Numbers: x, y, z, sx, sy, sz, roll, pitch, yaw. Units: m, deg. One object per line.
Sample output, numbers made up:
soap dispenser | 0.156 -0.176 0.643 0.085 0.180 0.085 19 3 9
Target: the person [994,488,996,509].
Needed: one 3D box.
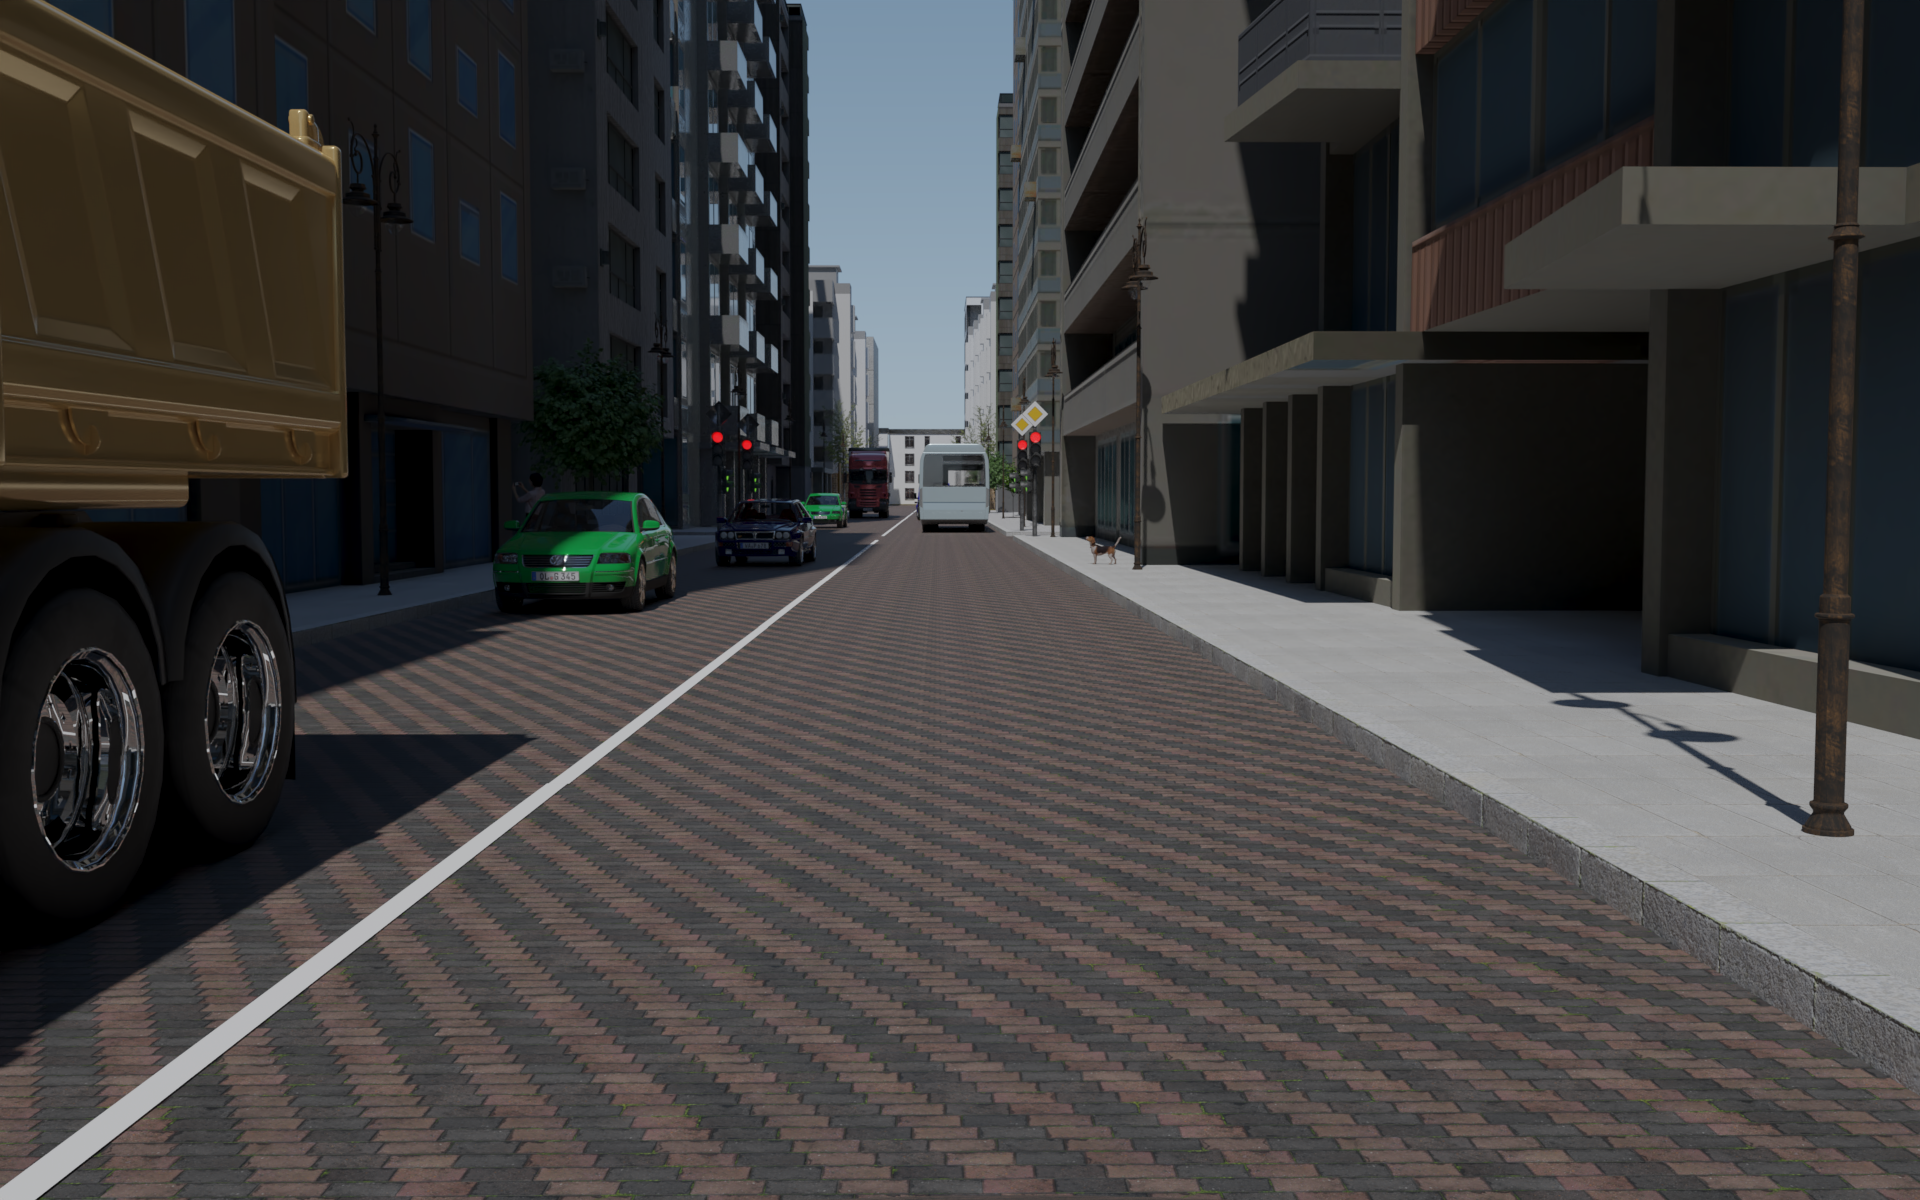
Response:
person | 3.041 -8.266 141.711 0.721 1.766 1.217 -1 4 -8

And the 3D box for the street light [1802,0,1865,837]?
street light | 3.287 -2.055 6.380 0.468 5.910 1.993 0 4 -1

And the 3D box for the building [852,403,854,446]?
building | -14.393 -13.393 161.117 9.099 9.664 28.070 0 4 -1

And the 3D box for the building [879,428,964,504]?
building | -9.201 -17.231 223.879 28.070 9.664 9.099 0 4 -1

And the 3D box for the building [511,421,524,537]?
building | -15.069 -16.714 44.974 14.107 30.474 14.160 0 4 -1

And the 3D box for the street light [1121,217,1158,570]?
street light | 3.009 -3.451 29.212 0.468 5.910 1.993 0 4 -1

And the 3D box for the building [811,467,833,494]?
building | -24.993 -25.929 115.827 32.217 40.220 23.993 0 4 -1

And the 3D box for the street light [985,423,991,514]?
street light | 1.844 -8.547 112.529 0.468 5.910 1.993 0 4 -1

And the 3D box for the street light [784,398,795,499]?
street light | -8.173 -6.758 83.276 0.468 5.910 1.993 0 4 -1

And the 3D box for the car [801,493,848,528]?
car | -5.775 -3.971 73.716 1.959 1.807 4.718 0 4 0

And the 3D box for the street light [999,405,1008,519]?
street light | 2.263 -7.193 90.394 0.468 5.910 1.993 0 4 -1

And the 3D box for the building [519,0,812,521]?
building | -15.953 -19.910 97.224 14.160 30.474 14.107 0 4 -1

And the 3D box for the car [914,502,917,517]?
car | -1.870 -5.845 108.142 1.945 1.354 3.894 0 4 -2

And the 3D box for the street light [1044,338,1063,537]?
street light | 2.763 -4.805 51.349 0.468 5.910 1.993 0 4 -1

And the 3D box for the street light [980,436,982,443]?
street light | 1.638 -9.919 134.961 0.468 5.910 1.993 0 4 -1

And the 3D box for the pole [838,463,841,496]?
pole | -7.976 -7.397 114.780 0.158 3.312 0.155 0 3 0

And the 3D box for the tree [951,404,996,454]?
tree | 1.596 -11.550 139.199 4.737 8.622 4.395 0 3 0

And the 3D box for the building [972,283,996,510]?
building | 9.465 -18.634 161.082 16.016 20.091 11.380 0 4 -1

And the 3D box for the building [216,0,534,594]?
building | -15.106 -22.948 25.312 14.600 45.320 14.200 0 4 -1

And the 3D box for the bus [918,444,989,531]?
bus | -0.287 -4.599 70.049 2.948 3.499 13.247 0 4 -1

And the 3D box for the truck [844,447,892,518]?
truck | -5.556 -7.192 106.497 2.839 4.237 11.283 0 4 -2

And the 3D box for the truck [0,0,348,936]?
truck | -4.079 -0.449 3.259 3.469 3.379 9.791 0 4 0

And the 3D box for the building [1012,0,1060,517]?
building | 10.296 -27.578 101.005 14.600 45.320 14.200 0 4 -1

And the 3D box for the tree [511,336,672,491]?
tree | -7.771 -3.220 36.362 4.285 4.588 4.351 0 3 0

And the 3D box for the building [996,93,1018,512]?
building | 9.611 -21.815 128.380 14.160 30.474 14.107 0 4 -1

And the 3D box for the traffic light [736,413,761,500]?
traffic light | -7.341 -4.356 60.140 0.839 4.253 0.868 0 4 -1

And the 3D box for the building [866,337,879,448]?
building | -25.550 -20.565 202.697 31.486 18.905 16.747 0 4 -1

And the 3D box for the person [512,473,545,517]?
person | -7.437 -1.370 29.909 0.517 1.644 0.566 -2 4 -27

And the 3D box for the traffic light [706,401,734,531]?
traffic light | -7.238 -3.868 52.156 0.839 4.253 0.868 0 4 -1

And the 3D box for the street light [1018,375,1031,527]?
street light | 2.494 -5.795 67.536 0.468 5.910 1.993 0 4 -1

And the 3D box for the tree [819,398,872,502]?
tree | -8.828 -11.148 132.632 4.737 8.622 4.395 0 3 0

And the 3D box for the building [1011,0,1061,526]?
building | 14.552 -23.430 74.956 23.993 40.220 32.217 0 4 -1

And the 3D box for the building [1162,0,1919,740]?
building | 14.467 -22.060 15.303 22.147 44.769 28.867 0 4 -1

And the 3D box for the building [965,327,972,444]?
building | 8.577 -19.348 172.766 16.016 20.091 11.380 0 4 -1

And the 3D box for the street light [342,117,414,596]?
street light | -7.300 -2.998 21.803 0.468 5.910 1.993 0 4 -1

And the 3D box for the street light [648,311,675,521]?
street light | -7.554 -4.352 43.940 0.468 5.910 1.993 0 4 -1

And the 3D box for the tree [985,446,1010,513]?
tree | 2.016 -8.258 118.731 4.285 4.588 4.351 0 3 0

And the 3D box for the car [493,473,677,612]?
car | -4.790 -0.838 22.499 1.959 1.807 4.718 0 4 -2

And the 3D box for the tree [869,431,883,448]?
tree | -10.346 -14.691 190.554 4.360 8.622 3.978 0 3 0

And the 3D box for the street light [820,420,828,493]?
street light | -8.333 -8.159 106.190 0.468 5.910 1.993 0 4 -1

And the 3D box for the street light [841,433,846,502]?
street light | -8.684 -9.547 128.879 0.468 5.910 1.993 0 4 -1

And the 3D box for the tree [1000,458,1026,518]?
tree | 3.021 -6.078 93.981 1.663 3.219 1.824 0 3 0

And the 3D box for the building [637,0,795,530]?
building | -19.725 -27.774 73.715 23.786 49.044 30.456 0 4 -1

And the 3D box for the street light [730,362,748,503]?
street light | -7.767 -5.388 60.885 0.468 5.910 1.993 0 4 -1

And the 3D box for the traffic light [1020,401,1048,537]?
traffic light | 2.242 -3.876 52.294 0.839 4.253 0.868 0 4 -1

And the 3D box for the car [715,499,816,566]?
car | -3.966 -1.412 35.670 1.945 1.354 3.894 0 4 1

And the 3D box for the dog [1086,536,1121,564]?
dog | 2.613 -0.903 31.599 0.540 0.507 0.406 -1 4 -21

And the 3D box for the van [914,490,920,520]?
van | -1.436 -5.611 96.125 2.240 2.365 5.245 0 4 -2

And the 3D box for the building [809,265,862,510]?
building | -16.499 -17.410 141.081 16.016 20.091 11.380 0 4 -1

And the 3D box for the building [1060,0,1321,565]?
building | 13.785 -25.485 40.380 21.300 48.544 21.600 0 4 -1

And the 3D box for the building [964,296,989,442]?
building | 14.380 -21.508 195.622 27.936 21.610 32.646 0 4 -1

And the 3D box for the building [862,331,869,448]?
building | -17.491 -19.870 181.287 16.016 20.091 11.380 0 4 -1

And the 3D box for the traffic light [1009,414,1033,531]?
traffic light | 2.139 -4.364 60.278 0.839 4.253 0.868 0 4 -1
